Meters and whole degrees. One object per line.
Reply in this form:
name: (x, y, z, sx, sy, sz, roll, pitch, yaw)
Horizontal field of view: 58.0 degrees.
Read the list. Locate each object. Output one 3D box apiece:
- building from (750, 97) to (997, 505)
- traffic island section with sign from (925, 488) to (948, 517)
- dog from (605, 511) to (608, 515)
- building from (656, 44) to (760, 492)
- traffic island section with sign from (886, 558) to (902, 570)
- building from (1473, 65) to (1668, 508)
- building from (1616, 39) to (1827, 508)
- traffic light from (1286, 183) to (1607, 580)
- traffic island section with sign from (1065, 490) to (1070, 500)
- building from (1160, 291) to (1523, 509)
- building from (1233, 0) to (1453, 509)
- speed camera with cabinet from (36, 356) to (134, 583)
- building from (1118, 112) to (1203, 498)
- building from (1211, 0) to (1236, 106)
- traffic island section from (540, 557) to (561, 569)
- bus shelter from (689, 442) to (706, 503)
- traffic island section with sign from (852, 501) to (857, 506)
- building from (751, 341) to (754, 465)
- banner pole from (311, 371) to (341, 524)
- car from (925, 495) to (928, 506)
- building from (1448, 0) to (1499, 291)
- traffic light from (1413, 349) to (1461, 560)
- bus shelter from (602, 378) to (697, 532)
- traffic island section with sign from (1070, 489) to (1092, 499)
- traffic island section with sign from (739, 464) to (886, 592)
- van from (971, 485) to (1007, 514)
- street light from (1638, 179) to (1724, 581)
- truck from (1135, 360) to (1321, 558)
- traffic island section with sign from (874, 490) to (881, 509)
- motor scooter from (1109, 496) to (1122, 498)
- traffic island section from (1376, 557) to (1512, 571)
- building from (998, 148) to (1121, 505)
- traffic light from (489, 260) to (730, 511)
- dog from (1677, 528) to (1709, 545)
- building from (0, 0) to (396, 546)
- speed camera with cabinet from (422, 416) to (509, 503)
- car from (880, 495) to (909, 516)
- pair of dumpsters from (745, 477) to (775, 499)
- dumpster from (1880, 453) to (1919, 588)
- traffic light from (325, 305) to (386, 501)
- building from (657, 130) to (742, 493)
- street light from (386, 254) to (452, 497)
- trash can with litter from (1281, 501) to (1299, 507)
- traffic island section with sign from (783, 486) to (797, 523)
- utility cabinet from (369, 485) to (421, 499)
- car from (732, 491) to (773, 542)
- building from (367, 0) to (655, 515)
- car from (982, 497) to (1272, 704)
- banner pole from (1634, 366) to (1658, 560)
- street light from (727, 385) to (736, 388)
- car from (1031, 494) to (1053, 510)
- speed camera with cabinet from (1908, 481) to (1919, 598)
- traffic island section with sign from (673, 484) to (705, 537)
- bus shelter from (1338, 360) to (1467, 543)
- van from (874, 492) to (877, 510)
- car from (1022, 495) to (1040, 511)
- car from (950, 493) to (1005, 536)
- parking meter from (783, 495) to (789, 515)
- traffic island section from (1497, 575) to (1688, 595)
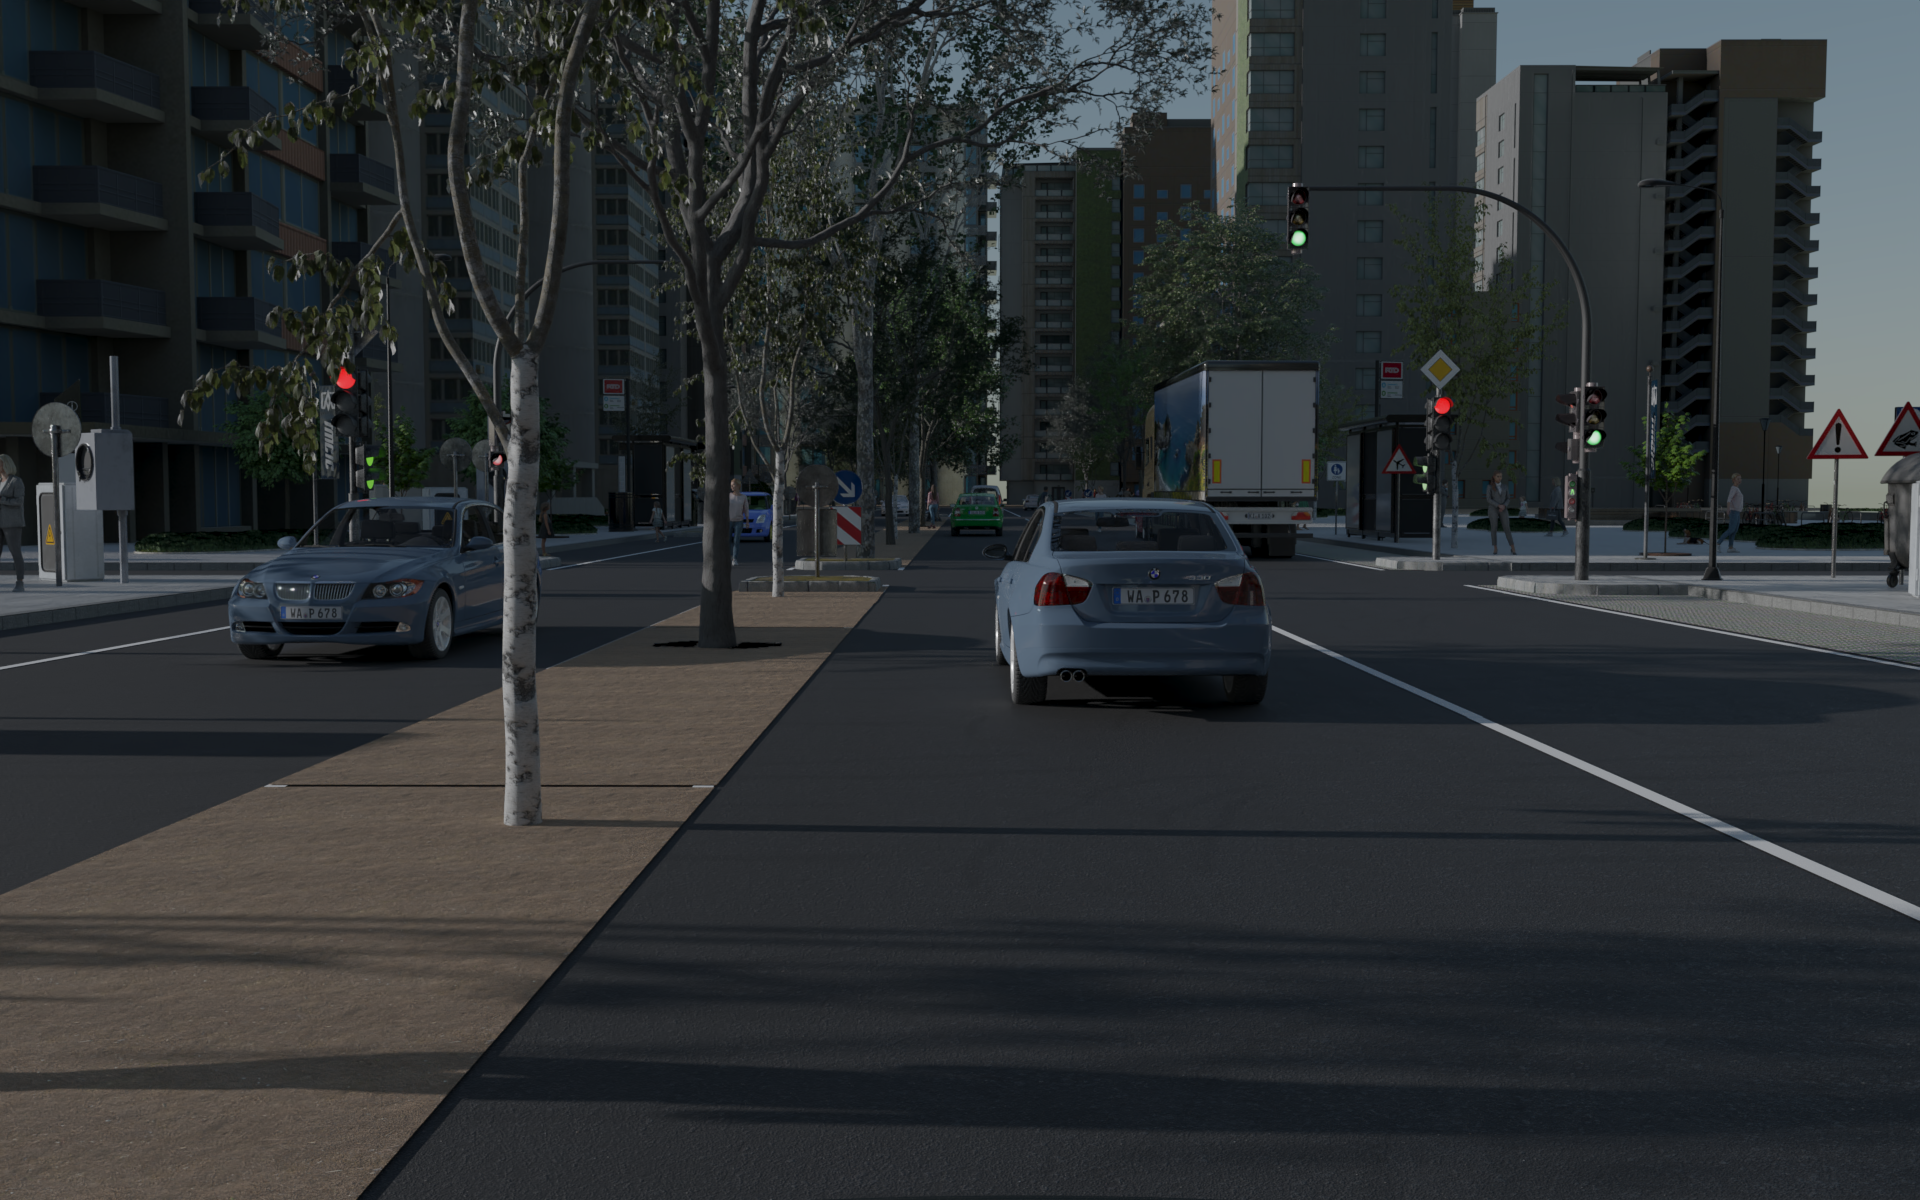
building: (-10.800, -36.206, 211.580, 30.456, 49.044, 23.786, 0, 4, 0)
traffic island section with sign: (-1.770, -6.149, 108.670, 2.006, 1.907, 1.989, 0, 4, 0)
dog: (-18.288, -4.347, 88.803, 0.748, 0.427, 0.550, -1, 4, -22)
building: (-32.920, -31.249, 165.549, 28.867, 44.769, 22.147, 0, 4, 0)
traffic island section with sign: (-2.164, -1.553, 33.532, 2.006, 1.907, 1.989, 0, 4, 0)
building: (58.881, -29.674, 168.768, 14.086, 41.232, 14.154, 0, 4, 0)
building: (73.194, -31.726, 168.837, 14.200, 45.320, 14.600, 0, 4, 0)
traffic light: (7.144, -3.114, 25.581, 4.771, 5.953, 1.251, 0, 4, 0)
traffic island section with sign: (10.016, -9.412, 162.519, 1.989, 1.847, 2.006, 0, 4, 0)
building: (34.089, -19.395, 162.155, 27.650, 21.520, 28.899, 0, 4, 0)
building: (26.803, -27.043, 125.751, 14.154, 41.232, 14.086, 0, 4, 0)
speed camera with cabinet: (-12.778, -1.891, 25.247, 2.038, 3.252, 0.660, 3, 5, 41)
building: (25.968, -34.034, 206.574, 14.200, 45.320, 14.600, 0, 4, 0)
building: (28.094, -29.960, 139.951, 14.600, 45.320, 14.200, 0, 4, 0)
traffic island section: (-9.021, -0.711, 33.913, 2.009, 0.180, 2.903, 0, 4, 0)
bus shelter: (-12.128, -5.422, 79.926, 1.731, 3.624, 6.357, 0, 4, 0)
traffic island section with sign: (-8.147, -7.801, 136.168, 1.989, 1.847, 2.006, 0, 4, 0)
building: (-38.003, -32.051, 215.914, 23.993, 40.220, 32.217, 0, 4, 0)
banner pole: (-12.916, -2.760, 35.148, 0.863, 3.779, 0.401, 1, 4, 22)
car: (-4.016, -10.268, 180.454, 1.945, 1.354, 3.894, 0, 4, 1)
building: (47.315, -40.834, 209.631, 28.212, 58.520, 21.231, 0, 4, 0)
traffic light: (9.280, -2.739, 33.696, 0.839, 4.253, 0.868, 0, 4, 0)
bus shelter: (-11.285, -5.208, 62.783, 2.179, 5.291, 8.768, 0, 4, 0)
traffic island section with sign: (9.873, -7.764, 135.563, 1.989, 1.847, 2.006, 0, 4, 0)
traffic island section with sign: (-2.214, -1.100, 26.125, 2.006, 1.907, 1.989, 0, 4, 0)
van: (1.237, -4.624, 82.612, 2.013, 2.044, 4.112, 0, 4, 2)
street light: (10.690, -3.251, 25.691, 1.470, 5.913, 1.316, 0, 4, 0)
truck: (6.214, -3.246, 41.986, 2.839, 4.237, 11.283, 0, 4, -1)
traffic island section with sign: (-8.003, -9.487, 163.741, 1.989, 1.847, 2.006, 0, 4, 0)
motor scooter: (9.404, -5.629, 104.816, 0.815, 1.314, 1.986, 0, 4, 1)
traffic island section: (9.320, -0.705, 33.810, 2.009, 0.180, 2.903, 0, 4, 0)
building: (11.735, -32.035, 207.374, 14.086, 41.232, 14.154, 0, 4, 0)
traffic light: (-6.889, -3.617, 33.802, 4.771, 5.953, 1.251, 0, 4, 0)
dog: (18.658, -1.607, 44.014, 0.550, 0.427, 0.748, -3, 4, -38)
building: (-31.345, -24.473, 54.753, 22.147, 44.769, 28.867, 0, 4, 0)
speed camera with cabinet: (-12.308, -2.985, 43.144, 2.038, 3.252, 0.660, -2, 4, -34)
car: (-4.163, -6.160, 113.072, 2.083, 1.381, 4.827, 0, 4, 0)
pair of dumpsters: (-10.808, -5.643, 94.751, 1.574, 2.255, 4.437, 0, 4, 0)
dumpster: (13.281, -1.053, 22.980, 1.264, 1.857, 1.865, 0, 4, 0)
traffic light: (-9.024, -2.255, 25.793, 0.839, 4.253, 0.868, 0, 4, 0)
building: (-25.741, -22.567, 140.679, 14.160, 30.474, 14.107, 0, 4, 0)
street light: (-10.536, -3.739, 33.678, 1.470, 5.913, 1.316, 0, 4, 0)
trash can with litter: (13.388, -3.636, 70.833, 0.624, 1.170, 1.055, 2, 4, 33)
traffic island section with sign: (-8.414, -4.722, 85.828, 1.989, 1.847, 2.006, 0, 4, 0)
utility cabinet: (-13.108, -1.932, 40.264, 0.318, 1.500, 1.173, 3, 5, 41)
car: (-6.441, -2.640, 52.752, 1.945, 1.707, 3.694, 0, 4, 1)
building: (-34.483, -26.271, 121.414, 32.217, 40.220, 23.993, 0, 4, 0)
car: (1.190, -0.067, 13.104, 2.014, 1.417, 4.499, 0, 4, -1)
banner pole: (13.403, -2.666, 33.612, 0.401, 3.779, 0.863, 1, 4, 9)
street light: (-10.266, -6.216, 74.179, 1.470, 5.913, 1.316, 0, 4, 0)
car: (7.402, -8.939, 157.942, 2.131, 1.459, 4.920, 0, 4, 1)
speed camera with cabinet: (12.814, -1.639, 21.134, 2.038, 3.252, 0.660, 1, 4, 22)
traffic island section with sign: (-8.561, -3.051, 58.514, 1.989, 1.847, 2.006, 0, 4, 0)
bus shelter: (12.272, -4.411, 49.753, 2.179, 5.291, 8.768, 0, 4, 0)
van: (-8.256, -8.870, 152.040, 2.013, 2.044, 4.112, 0, 4, 1)
car: (6.464, -8.443, 150.408, 2.083, 1.381, 4.827, 0, 4, 1)
car: (0.601, -3.148, 60.266, 1.959, 1.807, 4.718, 0, 4, 1)
parking meter: (-10.434, -5.840, 103.900, 0.372, 1.533, 0.369, 0, 3, 0)
traffic island section: (9.277, -0.217, 25.825, 2.009, 0.180, 2.903, 0, 4, 0)
